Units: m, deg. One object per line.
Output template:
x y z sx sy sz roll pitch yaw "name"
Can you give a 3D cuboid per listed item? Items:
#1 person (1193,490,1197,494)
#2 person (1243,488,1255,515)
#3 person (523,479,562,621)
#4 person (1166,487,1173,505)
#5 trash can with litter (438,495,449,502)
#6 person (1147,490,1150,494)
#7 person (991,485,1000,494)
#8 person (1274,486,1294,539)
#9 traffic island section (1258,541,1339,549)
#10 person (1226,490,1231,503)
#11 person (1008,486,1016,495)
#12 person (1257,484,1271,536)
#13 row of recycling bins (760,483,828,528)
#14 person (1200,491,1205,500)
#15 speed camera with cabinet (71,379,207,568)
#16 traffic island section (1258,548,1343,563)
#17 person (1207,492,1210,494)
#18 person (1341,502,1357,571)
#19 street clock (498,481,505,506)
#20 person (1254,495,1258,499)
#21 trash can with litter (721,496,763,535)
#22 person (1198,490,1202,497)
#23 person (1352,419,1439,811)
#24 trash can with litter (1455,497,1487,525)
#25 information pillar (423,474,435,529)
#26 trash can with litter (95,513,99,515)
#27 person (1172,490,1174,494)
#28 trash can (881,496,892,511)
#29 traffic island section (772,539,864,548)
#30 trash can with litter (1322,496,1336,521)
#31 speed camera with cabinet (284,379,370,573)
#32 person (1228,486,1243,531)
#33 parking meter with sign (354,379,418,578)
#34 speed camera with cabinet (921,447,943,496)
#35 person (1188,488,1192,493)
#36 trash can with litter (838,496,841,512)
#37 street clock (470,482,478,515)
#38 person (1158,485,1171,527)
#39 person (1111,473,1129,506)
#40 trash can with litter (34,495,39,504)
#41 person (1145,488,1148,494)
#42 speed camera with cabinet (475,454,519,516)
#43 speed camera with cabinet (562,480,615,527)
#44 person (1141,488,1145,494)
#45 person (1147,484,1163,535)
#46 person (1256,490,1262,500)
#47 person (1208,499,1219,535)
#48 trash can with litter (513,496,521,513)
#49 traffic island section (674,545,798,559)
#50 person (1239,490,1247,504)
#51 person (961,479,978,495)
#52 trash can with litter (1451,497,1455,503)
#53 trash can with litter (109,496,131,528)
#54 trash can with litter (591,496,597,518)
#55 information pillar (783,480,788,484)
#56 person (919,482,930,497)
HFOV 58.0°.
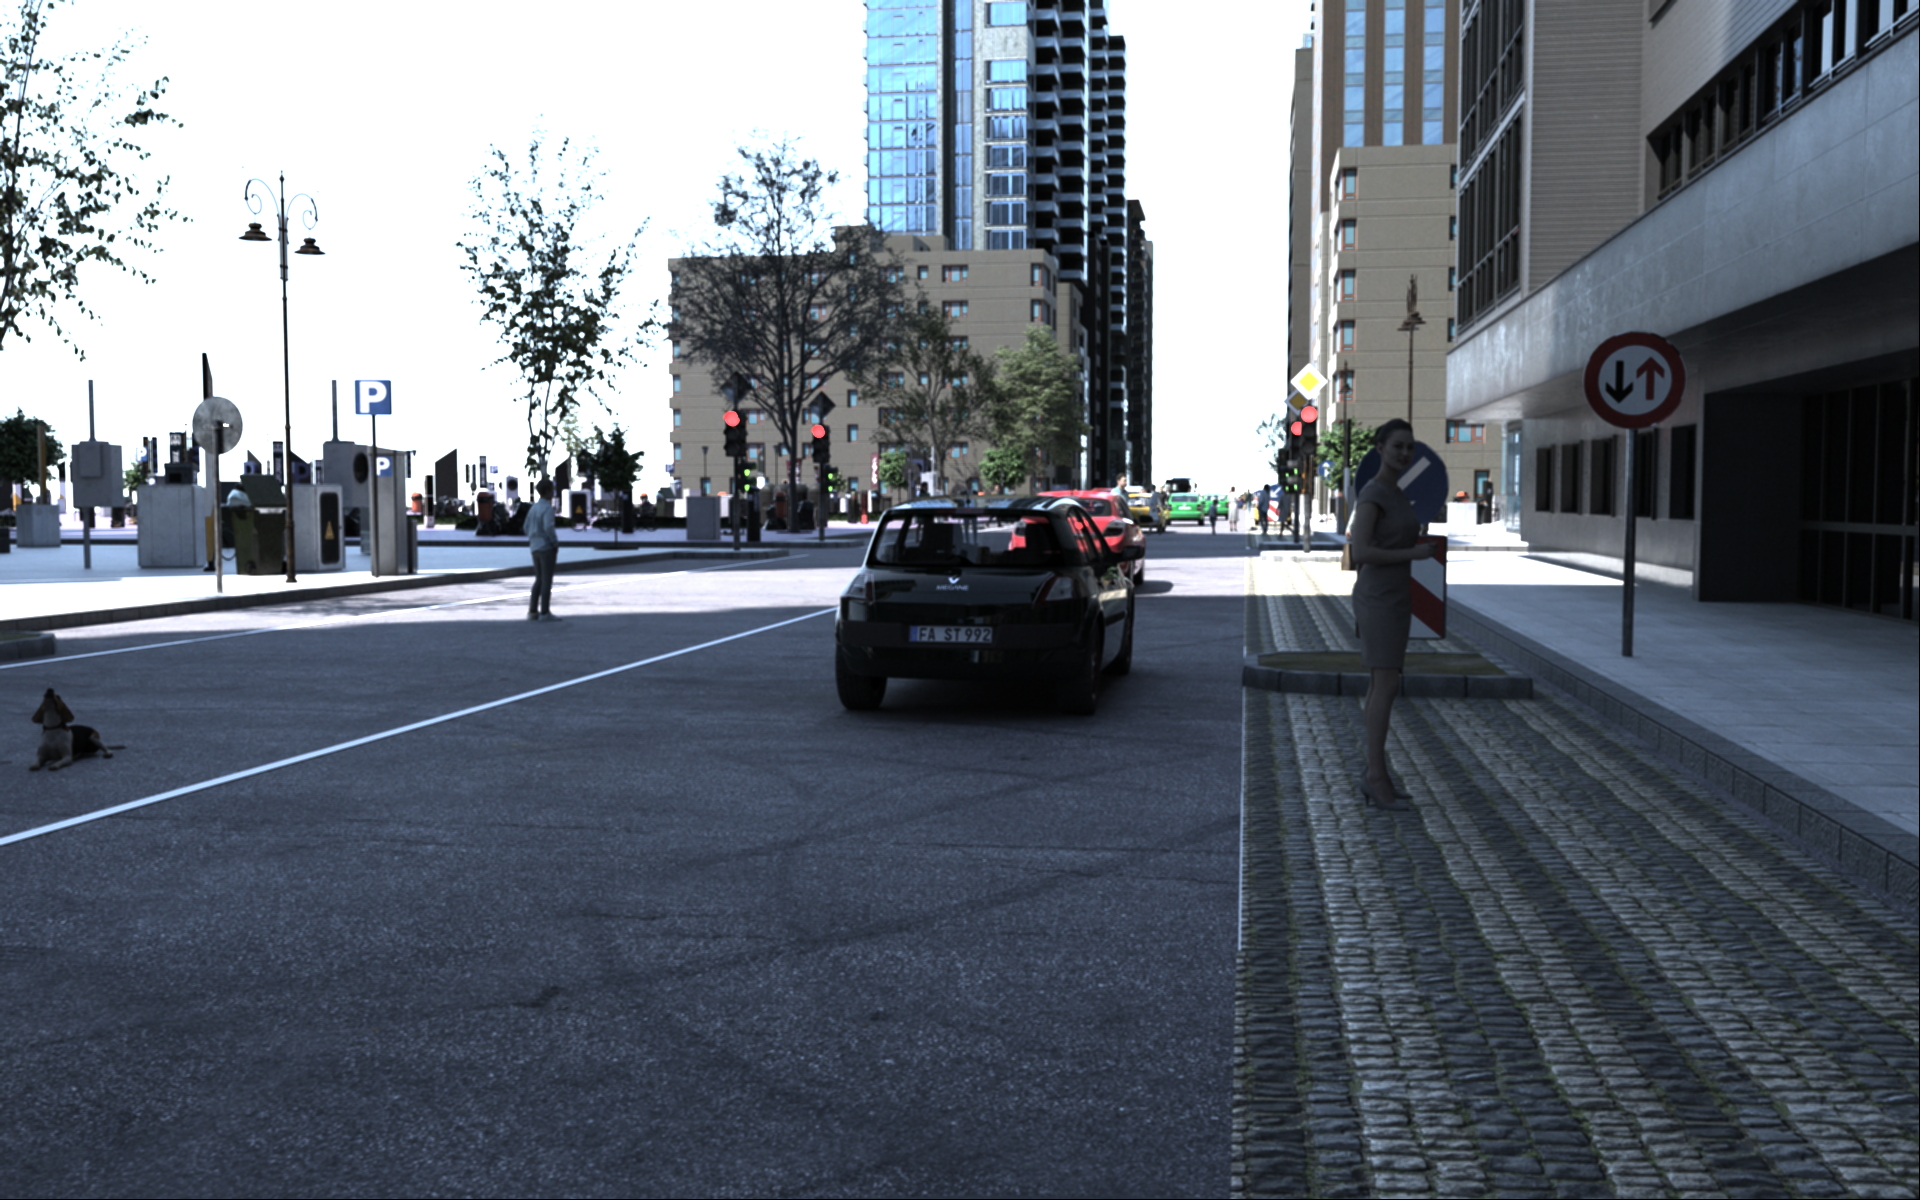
20.880 -8.876 153.629 0.705 1.823 1.348 0 4 -6 "person"
19.801 -6.756 118.952 0.794 1.824 0.713 -1 4 -16 "person"
-4.693 -0.566 19.569 0.330 1.601 0.589 -2 4 -34 "person"
12.094 -5.635 100.405 0.659 1.850 0.755 2 4 26 "person"
-25.679 -4.671 87.422 2.233 1.210 1.678 -1 4 -11 "trash can with litter"
16.455 -8.712 150.958 0.705 1.821 1.348 -1 4 -17 "person"
1.501 -4.043 74.517 0.836 1.842 0.656 0 4 8 "person"
10.209 -2.752 54.250 0.760 1.731 0.466 2 4 27 "person"
8.818 -1.407 45.286 2.009 0.180 2.903 1 4 9 "traffic island section"
20.643 -7.566 132.751 0.990 1.755 0.434 1 4 15 "person"
2.578 -4.678 85.106 0.853 1.813 0.709 -3 4 -38 "person"
10.396 -3.082 59.152 0.793 1.790 0.793 1 4 12 "person"
-6.516 -3.693 67.493 3.534 1.692 1.069 3 5 41 "row of recycling bins"
21.879 -9.004 156.423 0.721 1.736 1.217 -1 4 -14 "person"
-14.261 -2.186 30.085 2.038 3.252 0.660 0 4 -5 "speed camera with cabinet"
7.513 -0.925 37.408 2.009 0.180 2.903 1 4 9 "traffic island section"
22.991 -9.149 159.554 0.593 1.643 0.415 -2 4 -35 "person"
5.695 -0.930 24.192 0.515 1.767 0.782 -3 4 -36 "person"
-25.320 -5.590 95.969 0.358 2.002 0.471 3 5 45 "street clock"
27.857 -9.320 161.664 1.217 1.735 0.721 3 4 37 "person"
-7.110 -2.680 54.867 1.678 1.210 2.233 -1 4 -8 "trash can with litter"
19.825 -8.266 144.364 0.721 1.735 1.217 -3 4 -36 "person"
2.011 0.049 8.046 0.374 1.781 0.599 2 4 32 "person"
21.114 -3.664 71.299 1.055 1.170 0.624 -1 4 -17 "trash can with litter"
-19.806 -3.677 64.604 0.304 2.012 0.304 -2 4 -34 "information pillar"
-52.524 -5.717 104.525 1.678 1.210 2.233 -3 5 -39 "trash can with litter"
16.170 -7.535 132.235 0.617 1.759 0.750 -2 4 -28 "person"
-4.332 -5.535 102.144 0.748 1.137 0.748 0 3 0 "trash can"
-3.801 -1.535 47.374 2.009 0.180 2.903 1 4 9 "traffic island section"
18.251 -4.431 83.508 1.678 1.210 2.233 3 5 40 "trash can with litter"
-10.645 -2.131 29.175 0.660 3.252 2.038 0 4 6 "speed camera with cabinet"
10.609 -3.530 66.791 0.480 1.755 0.524 3 5 41 "person"
-8.952 -1.891 27.184 0.543 3.016 1.738 0 4 -3 "parking meter with sign"
-1.177 -4.810 72.975 0.660 3.252 2.038 1 4 11 "speed camera with cabinet"
14.105 -5.934 105.795 0.520 1.790 0.573 3 4 39 "person"
-6.149 -4.909 91.316 1.678 1.210 2.233 3 5 40 "trash can with litter"
-30.136 -6.285 107.334 0.471 2.002 0.358 2 4 32 "street clock"
8.467 -4.006 74.218 0.699 1.804 1.509 -1 4 -18 "person"
2.965 -1.476 32.652 0.620 1.820 0.660 2 4 34 "person"
-59.386 -6.022 109.517 2.233 1.210 1.678 1 4 9 "trash can with litter"
12.151 -6.380 112.922 0.767 1.812 0.694 -1 4 -15 "person"
-22.793 -5.562 85.273 2.038 3.252 0.660 -2 4 -35 "speed camera with cabinet"
-14.647 -4.532 68.435 2.038 3.252 0.660 -2 4 -35 "speed camera with cabinet"
8.913 -4.619 84.766 0.760 1.731 0.466 -1 4 -9 "person"
6.748 -3.127 59.972 0.624 1.780 0.694 0 4 7 "person"
23.904 -7.853 137.680 0.721 1.735 1.217 -1 4 -21 "person"
8.905 -2.919 60.916 0.352 1.250 0.332 -1 4 -11 "person"
-28.167 -6.029 109.960 0.624 1.170 1.055 -1 4 -16 "trash can with litter"
-5.106 -1.053 39.496 2.009 0.180 2.903 1 4 9 "traffic island section"
26.045 -9.156 158.287 1.348 1.812 0.705 -2 4 -25 "person"
0.306 -2.403 47.566 0.659 1.850 0.755 -1 4 -9 "person"
21.033 -3.732 72.411 1.055 1.170 0.624 0 4 4 "trash can with litter"
-31.954 -3.328 65.795 0.624 1.170 1.055 -1 4 -18 "trash can with litter"
-19.533 -4.843 90.571 0.624 1.170 1.055 3 4 38 "trash can with litter"
-9.111 -5.298 91.122 0.304 2.012 0.304 1 4 22 "information pillar"
-1.062 -2.593 51.139 0.529 1.795 0.600 1 4 12 "person"
